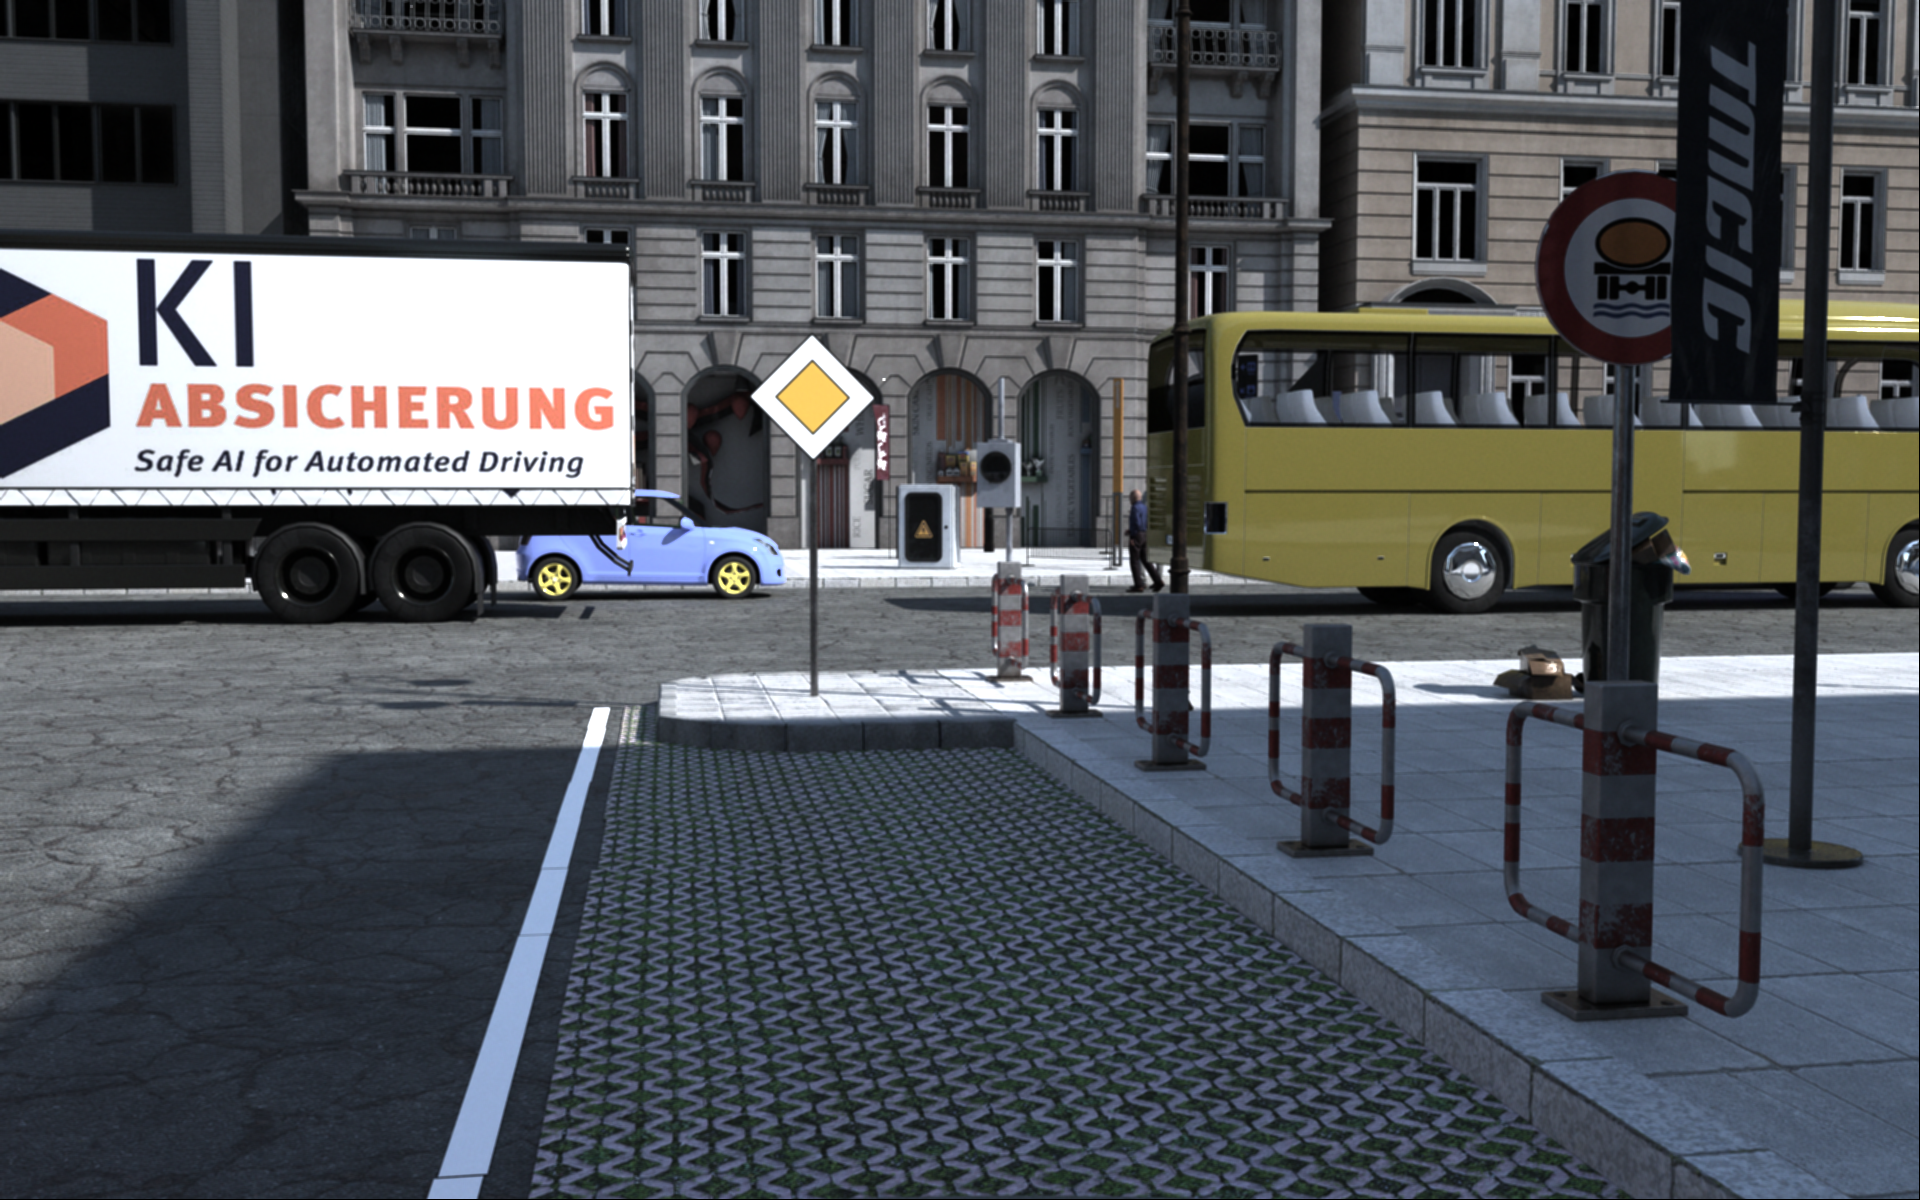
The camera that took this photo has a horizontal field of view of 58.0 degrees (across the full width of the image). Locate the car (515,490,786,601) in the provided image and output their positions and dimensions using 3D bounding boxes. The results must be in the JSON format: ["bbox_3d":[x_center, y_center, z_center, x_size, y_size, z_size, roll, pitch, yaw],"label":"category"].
[{"bbox_3d":[-4.282,-0.887,24.100,3.694,1.707,1.945,-1,4,-10],"label":"car"}]

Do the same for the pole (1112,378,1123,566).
[{"bbox_3d":[2.796,-2.252,30.658,0.158,3.312,0.155,0,3,0],"label":"pole"}]

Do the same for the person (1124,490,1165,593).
[{"bbox_3d":[2.602,-0.864,25.316,0.574,1.496,0.600,-2,4,-34],"label":"person"}]

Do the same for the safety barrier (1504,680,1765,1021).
[{"bbox_3d":[1.629,0.611,4.292,0.300,0.817,1.120,-1,4,-10],"label":"safety barrier"}]

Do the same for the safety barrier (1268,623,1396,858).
[{"bbox_3d":[1.308,0.495,6.185,0.300,0.817,1.120,-1,4,-10],"label":"safety barrier"}]

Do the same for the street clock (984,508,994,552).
[{"bbox_3d":[0.643,-2.059,38.238,0.358,2.002,0.471,1,4,18],"label":"street clock"}]

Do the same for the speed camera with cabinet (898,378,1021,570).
[{"bbox_3d":[-0.012,-2.154,29.546,2.038,3.252,0.660,1,4,12],"label":"speed camera with cabinet"}]

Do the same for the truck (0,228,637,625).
[{"bbox_3d":[-9.397,-1.880,19.645,11.283,4.237,2.839,-1,4,-10],"label":"truck"}]

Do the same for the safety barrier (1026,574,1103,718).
[{"bbox_3d":[0.660,0.262,9.991,0.300,0.817,1.120,-1,4,-10],"label":"safety barrier"}]

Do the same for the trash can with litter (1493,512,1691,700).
[{"bbox_3d":[3.960,0.031,10.873,1.055,1.170,0.624,-1,4,-9],"label":"trash can with litter"}]

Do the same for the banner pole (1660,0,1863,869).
[{"bbox_3d":[2.748,-0.973,5.922,0.863,3.779,0.401,-1,4,-20],"label":"banner pole"}]

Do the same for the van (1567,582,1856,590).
[{"bbox_3d":[11.457,-1.356,26.556,5.245,2.365,2.240,-1,4,-9],"label":"van"}]

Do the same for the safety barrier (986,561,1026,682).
[{"bbox_3d":[0.338,0.146,11.892,0.300,0.817,1.120,-1,4,-10],"label":"safety barrier"}]

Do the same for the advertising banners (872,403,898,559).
[{"bbox_3d":[-1.081,-2.332,34.319,0.090,3.025,2.074,3,4,36],"label":"advertising banners"}]

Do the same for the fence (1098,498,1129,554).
[{"bbox_3d":[4.127,-1.606,37.466,2.264,1.192,0.480,-1,4,-21],"label":"fence"}]

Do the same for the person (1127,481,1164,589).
[{"bbox_3d":[2.840,-1.072,26.227,0.583,1.804,0.606,3,5,39],"label":"person"}]

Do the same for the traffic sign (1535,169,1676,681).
[{"bbox_3d":[2.643,-0.416,6.912,0.768,2.556,0.104,0,4,-1],"label":"traffic sign"}]

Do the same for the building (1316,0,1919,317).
[{"bbox_3d":[17.991,-16.073,48.693,20.117,28.700,13.634,-1,4,-10],"label":"building"}]

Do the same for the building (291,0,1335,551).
[{"bbox_3d":[-3.766,-12.435,45.107,24.055,21.916,13.314,-1,4,-10],"label":"building"}]

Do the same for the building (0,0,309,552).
[{"bbox_3d":[-30.445,-13.545,40.530,30.058,24.678,14.314,-1,4,-10],"label":"building"}]

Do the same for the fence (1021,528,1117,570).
[{"bbox_3d":[1.878,-0.902,30.117,0.278,0.683,2.069,-3,5,-43],"label":"fence"}]

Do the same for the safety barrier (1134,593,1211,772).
[{"bbox_3d":[0.984,0.379,8.086,0.300,0.817,1.120,-1,4,-10],"label":"safety barrier"}]

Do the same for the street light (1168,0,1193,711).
[{"bbox_3d":[1.299,-2.284,10.131,0.468,5.910,1.993,-1,4,-10],"label":"street light"}]

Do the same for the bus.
[{"bbox_3d":[8.607,-1.870,22.127,12.252,3.916,2.896,-1,4,-11],"label":"bus"}]

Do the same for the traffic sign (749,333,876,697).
[{"bbox_3d":[-0.928,-0.446,10.929,0.795,2.450,0.064,-1,4,-10],"label":"traffic sign"}]

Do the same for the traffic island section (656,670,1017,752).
[{"bbox_3d":[-0.906,0.689,11.011,2.009,0.180,2.903,-1,4,-10],"label":"traffic island section"}]
